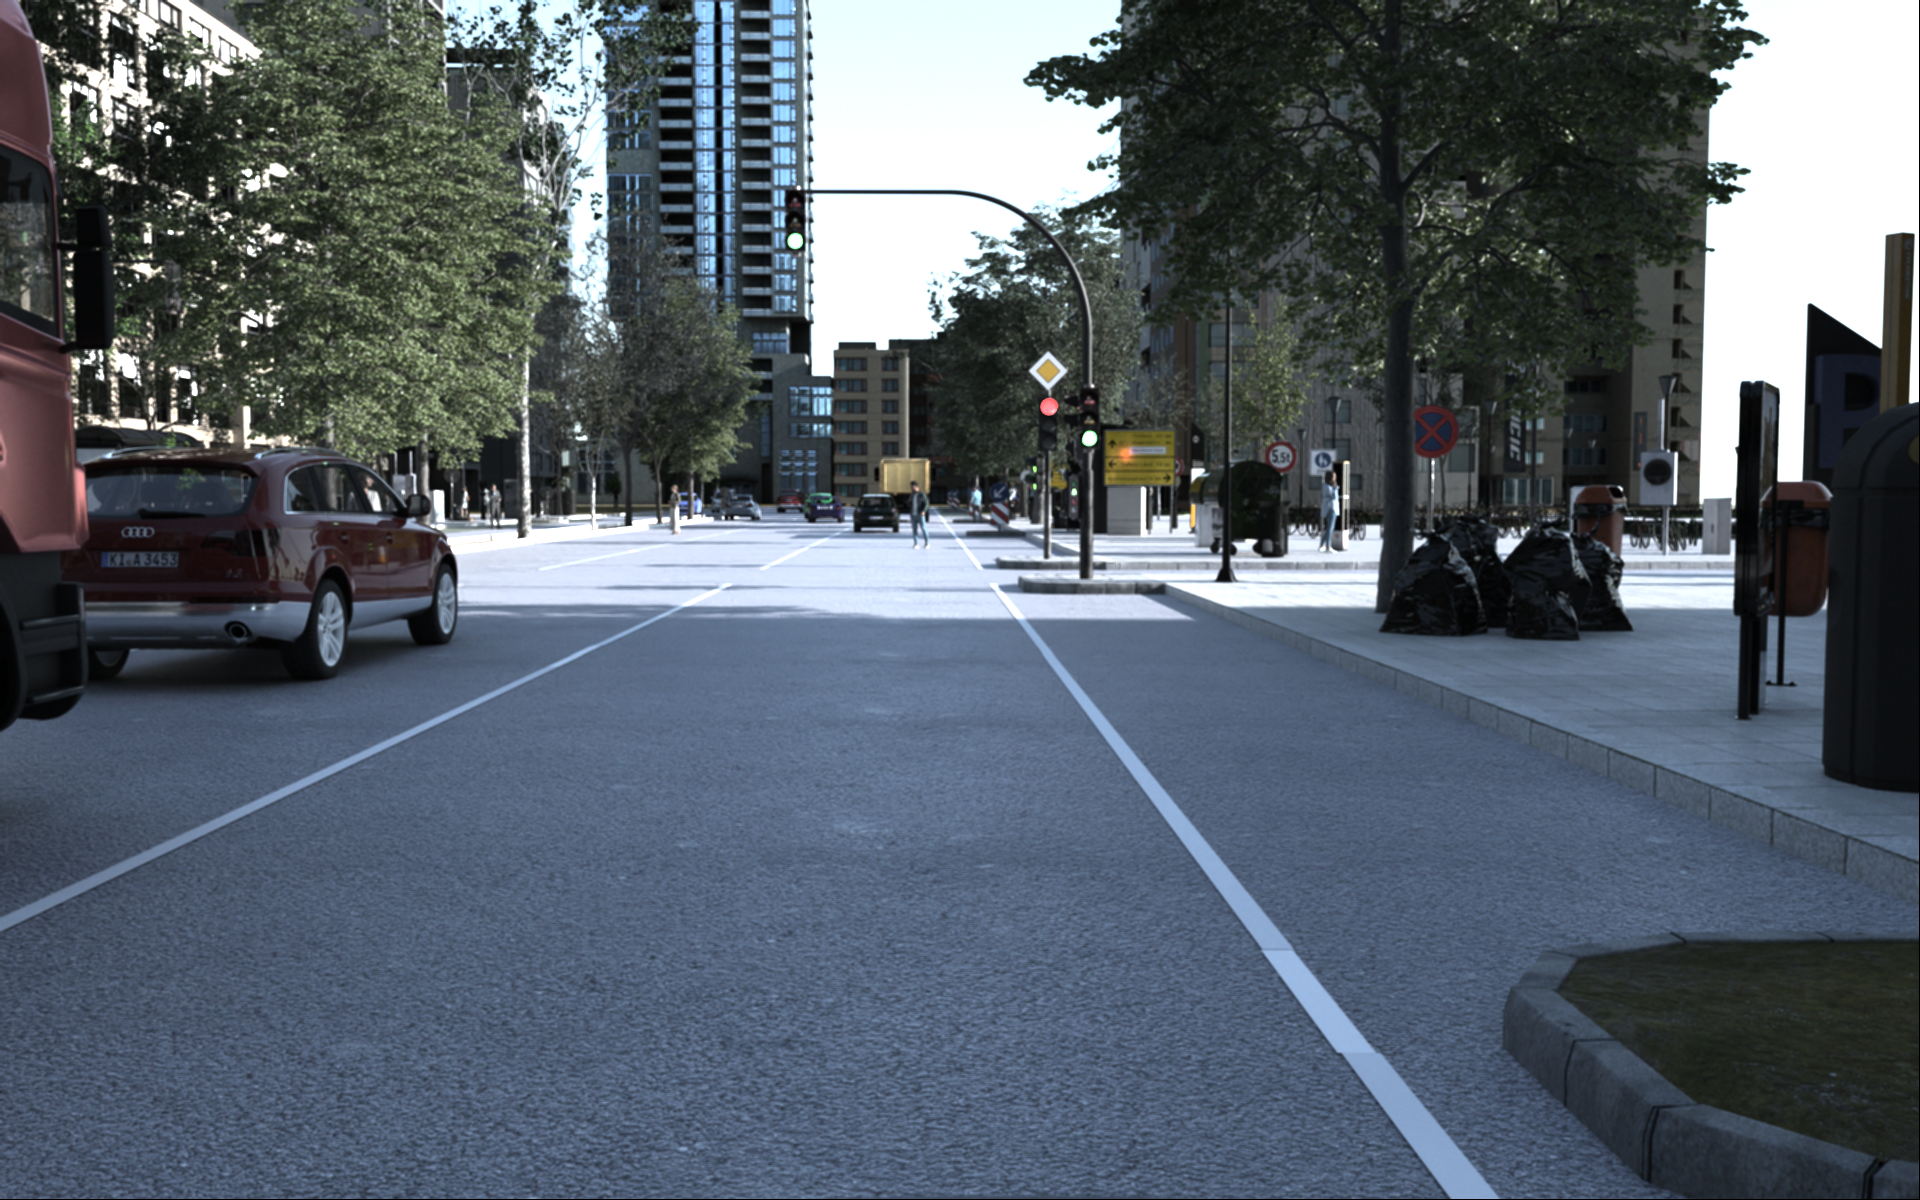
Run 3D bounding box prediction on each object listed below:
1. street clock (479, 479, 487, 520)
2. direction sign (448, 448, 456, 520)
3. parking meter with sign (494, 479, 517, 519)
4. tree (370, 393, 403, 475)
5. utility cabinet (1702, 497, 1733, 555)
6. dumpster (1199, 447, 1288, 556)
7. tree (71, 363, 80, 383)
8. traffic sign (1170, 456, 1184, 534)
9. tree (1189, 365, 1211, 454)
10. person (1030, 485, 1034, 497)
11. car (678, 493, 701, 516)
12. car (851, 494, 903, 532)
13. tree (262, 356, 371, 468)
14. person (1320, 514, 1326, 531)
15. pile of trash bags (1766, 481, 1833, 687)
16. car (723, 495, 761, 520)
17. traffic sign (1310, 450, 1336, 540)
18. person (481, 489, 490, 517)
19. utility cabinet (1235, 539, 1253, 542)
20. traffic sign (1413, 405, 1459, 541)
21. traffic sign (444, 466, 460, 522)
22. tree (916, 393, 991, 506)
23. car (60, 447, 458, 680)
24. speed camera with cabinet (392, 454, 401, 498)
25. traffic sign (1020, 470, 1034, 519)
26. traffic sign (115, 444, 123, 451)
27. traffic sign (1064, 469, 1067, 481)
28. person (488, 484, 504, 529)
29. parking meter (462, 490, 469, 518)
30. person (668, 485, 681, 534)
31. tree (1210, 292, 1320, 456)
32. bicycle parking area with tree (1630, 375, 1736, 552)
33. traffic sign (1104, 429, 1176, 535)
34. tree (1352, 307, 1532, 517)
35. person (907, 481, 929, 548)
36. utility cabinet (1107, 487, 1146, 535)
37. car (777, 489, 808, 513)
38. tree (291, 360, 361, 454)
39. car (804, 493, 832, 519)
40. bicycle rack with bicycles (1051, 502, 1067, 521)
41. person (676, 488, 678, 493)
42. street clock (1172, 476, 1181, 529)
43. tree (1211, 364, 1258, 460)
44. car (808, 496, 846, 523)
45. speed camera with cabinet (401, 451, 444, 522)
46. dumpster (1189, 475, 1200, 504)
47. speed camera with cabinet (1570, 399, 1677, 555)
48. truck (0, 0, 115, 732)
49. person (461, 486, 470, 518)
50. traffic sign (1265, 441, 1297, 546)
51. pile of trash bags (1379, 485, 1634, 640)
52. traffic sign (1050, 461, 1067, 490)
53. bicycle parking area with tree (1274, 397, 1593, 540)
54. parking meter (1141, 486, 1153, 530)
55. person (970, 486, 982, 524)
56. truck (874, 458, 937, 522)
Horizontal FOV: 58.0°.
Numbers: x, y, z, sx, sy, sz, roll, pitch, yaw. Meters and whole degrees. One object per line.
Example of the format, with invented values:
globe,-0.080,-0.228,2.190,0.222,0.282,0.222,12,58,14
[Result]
street clock,-23.645,-4.973,85.876,0.358,2.002,0.471,0,4,2
direction sign,-25.053,-5.714,85.427,0.379,3.537,0.876,-3,4,-38
parking meter with sign,-23.238,-5.709,89.608,1.738,3.016,0.543,-1,4,-9
tree,-32.231,-8.833,94.785,4.360,8.622,3.978,0,3,0
utility cabinet,16.174,-1.582,37.032,0.306,1.237,1.020,0,4,6
dumpster,6.070,-2.103,36.875,1.502,2.255,1.985,0,4,-1
tree,-32.049,-6.574,57.847,4.737,8.622,4.395,0,3,0
traffic sign,6.866,-3.434,56.254,0.768,2.556,0.104,0,4,4
tree,9.691,-8.313,86.273,4.360,8.622,3.978,0,3,0
person,4.185,-5.678,99.217,0.444,1.785,0.601,-2,4,-27
car,-18.203,-6.459,115.188,1.945,1.707,3.694,0,4,-2
car,-3.177,-3.442,66.068,2.009,1.686,4.222,0,4,-2
tree,-30.736,-8.029,81.638,4.360,8.622,3.978,0,3,0
person,12.743,-3.268,59.664,0.728,1.800,0.709,1,4,19
pile of trash bags,6.804,-0.076,11.001,3.447,1.369,1.912,2,4,34
car,-12.090,-5.147,96.158,2.014,1.417,4.499,0,4,-1
traffic sign,8.313,-2.299,39.726,0.606,2.300,0.079,0,4,6
person,-27.082,-5.658,98.732,0.466,1.800,0.511,3,5,41
utility cabinet,7.634,-2.318,46.573,0.318,1.500,1.173,1,4,20
traffic sign,6.724,-1.508,24.766,0.768,2.556,0.104,0,4,5
traffic sign,-23.242,-4.838,79.212,0.768,2.556,0.104,0,4,7
tree,0.926,-16.724,183.803,12.009,13.543,11.850,0,3,0
car,-5.888,-0.381,14.902,2.281,1.827,5.304,0,4,-1
speed camera with cabinet,-26.379,-5.322,81.344,0.660,3.252,2.038,-1,4,-11
traffic sign,3.483,-5.499,90.020,0.768,2.556,0.104,0,4,5
traffic sign,-21.776,-2.745,44.882,0.884,2.594,0.081,0,4,8
traffic sign,5.167,-4.887,80.009,0.768,2.556,0.104,0,4,2
person,-18.939,-3.818,70.724,0.447,1.846,0.655,3,5,40
parking meter,-26.206,-5.098,91.764,0.372,1.533,0.369,0,3,0
person,-10.212,-3.223,61.751,0.362,1.759,0.519,-3,5,-44
tree,11.031,-6.867,62.645,4.737,8.622,4.395,0,3,0
bicycle parking area with tree,19.626,-3.335,41.534,8.231,4.147,9.016,1,4,20
traffic sign,5.657,-3.711,54.549,2.265,3.308,0.079,0,4,8
tree,23.246,-9.077,82.823,8.767,10.594,7.601,0,4,6
person,-1.124,-2.271,45.985,0.623,1.781,0.721,1,4,16
utility cabinet,5.110,-2.721,53.171,1.173,1.500,0.318,2,4,32
car,-13.004,-7.683,134.295,2.281,1.827,5.304,0,3,0
tree,-32.216,-8.449,88.502,4.737,8.622,4.395,0,3,0
car,-8.154,-5.672,101.540,1.959,1.807,4.718,0,4,-2
bicycle rack with bicycles,4.668,-4.206,82.150,2.925,0.926,2.852,3,5,40
person,-16.213,-5.498,98.660,0.793,1.790,0.793,-1,4,-14
street clock,7.991,-3.669,64.554,0.471,2.002,0.358,-3,5,-42
tree,14.933,-9.074,98.717,4.360,8.622,3.978,0,3,0
car,-6.711,-4.553,87.028,1.945,1.354,3.894,0,4,-2
speed camera with cabinet,-24.647,-5.219,79.673,2.038,3.252,0.660,2,4,33
dumpster,7.429,-2.872,49.456,1.502,2.255,1.985,0,4,-1
speed camera with cabinet,13.924,-2.570,36.354,2.038,3.252,0.660,2,4,26
truck,-5.070,-0.874,3.204,2.839,4.237,11.283,0,4,-2
person,-25.180,-4.952,88.007,0.522,1.701,0.512,-1,4,-13
traffic sign,7.646,-2.522,41.336,0.768,2.556,0.104,0,4,6
pile of trash bags,5.597,-0.427,16.729,1.912,1.369,3.447,3,5,42
traffic sign,6.111,-6.695,103.332,2.265,3.308,0.079,0,4,3
bicycle parking area with tree,13.545,-3.977,52.027,8.231,4.147,9.016,0,4,-2
parking meter,6.722,-3.464,62.346,0.399,1.863,0.255,3,5,39
person,0.796,-4.650,84.387,0.638,1.841,0.748,-1,4,-22
truck,-2.927,-5.905,92.465,3.469,3.379,9.791,0,4,-1
